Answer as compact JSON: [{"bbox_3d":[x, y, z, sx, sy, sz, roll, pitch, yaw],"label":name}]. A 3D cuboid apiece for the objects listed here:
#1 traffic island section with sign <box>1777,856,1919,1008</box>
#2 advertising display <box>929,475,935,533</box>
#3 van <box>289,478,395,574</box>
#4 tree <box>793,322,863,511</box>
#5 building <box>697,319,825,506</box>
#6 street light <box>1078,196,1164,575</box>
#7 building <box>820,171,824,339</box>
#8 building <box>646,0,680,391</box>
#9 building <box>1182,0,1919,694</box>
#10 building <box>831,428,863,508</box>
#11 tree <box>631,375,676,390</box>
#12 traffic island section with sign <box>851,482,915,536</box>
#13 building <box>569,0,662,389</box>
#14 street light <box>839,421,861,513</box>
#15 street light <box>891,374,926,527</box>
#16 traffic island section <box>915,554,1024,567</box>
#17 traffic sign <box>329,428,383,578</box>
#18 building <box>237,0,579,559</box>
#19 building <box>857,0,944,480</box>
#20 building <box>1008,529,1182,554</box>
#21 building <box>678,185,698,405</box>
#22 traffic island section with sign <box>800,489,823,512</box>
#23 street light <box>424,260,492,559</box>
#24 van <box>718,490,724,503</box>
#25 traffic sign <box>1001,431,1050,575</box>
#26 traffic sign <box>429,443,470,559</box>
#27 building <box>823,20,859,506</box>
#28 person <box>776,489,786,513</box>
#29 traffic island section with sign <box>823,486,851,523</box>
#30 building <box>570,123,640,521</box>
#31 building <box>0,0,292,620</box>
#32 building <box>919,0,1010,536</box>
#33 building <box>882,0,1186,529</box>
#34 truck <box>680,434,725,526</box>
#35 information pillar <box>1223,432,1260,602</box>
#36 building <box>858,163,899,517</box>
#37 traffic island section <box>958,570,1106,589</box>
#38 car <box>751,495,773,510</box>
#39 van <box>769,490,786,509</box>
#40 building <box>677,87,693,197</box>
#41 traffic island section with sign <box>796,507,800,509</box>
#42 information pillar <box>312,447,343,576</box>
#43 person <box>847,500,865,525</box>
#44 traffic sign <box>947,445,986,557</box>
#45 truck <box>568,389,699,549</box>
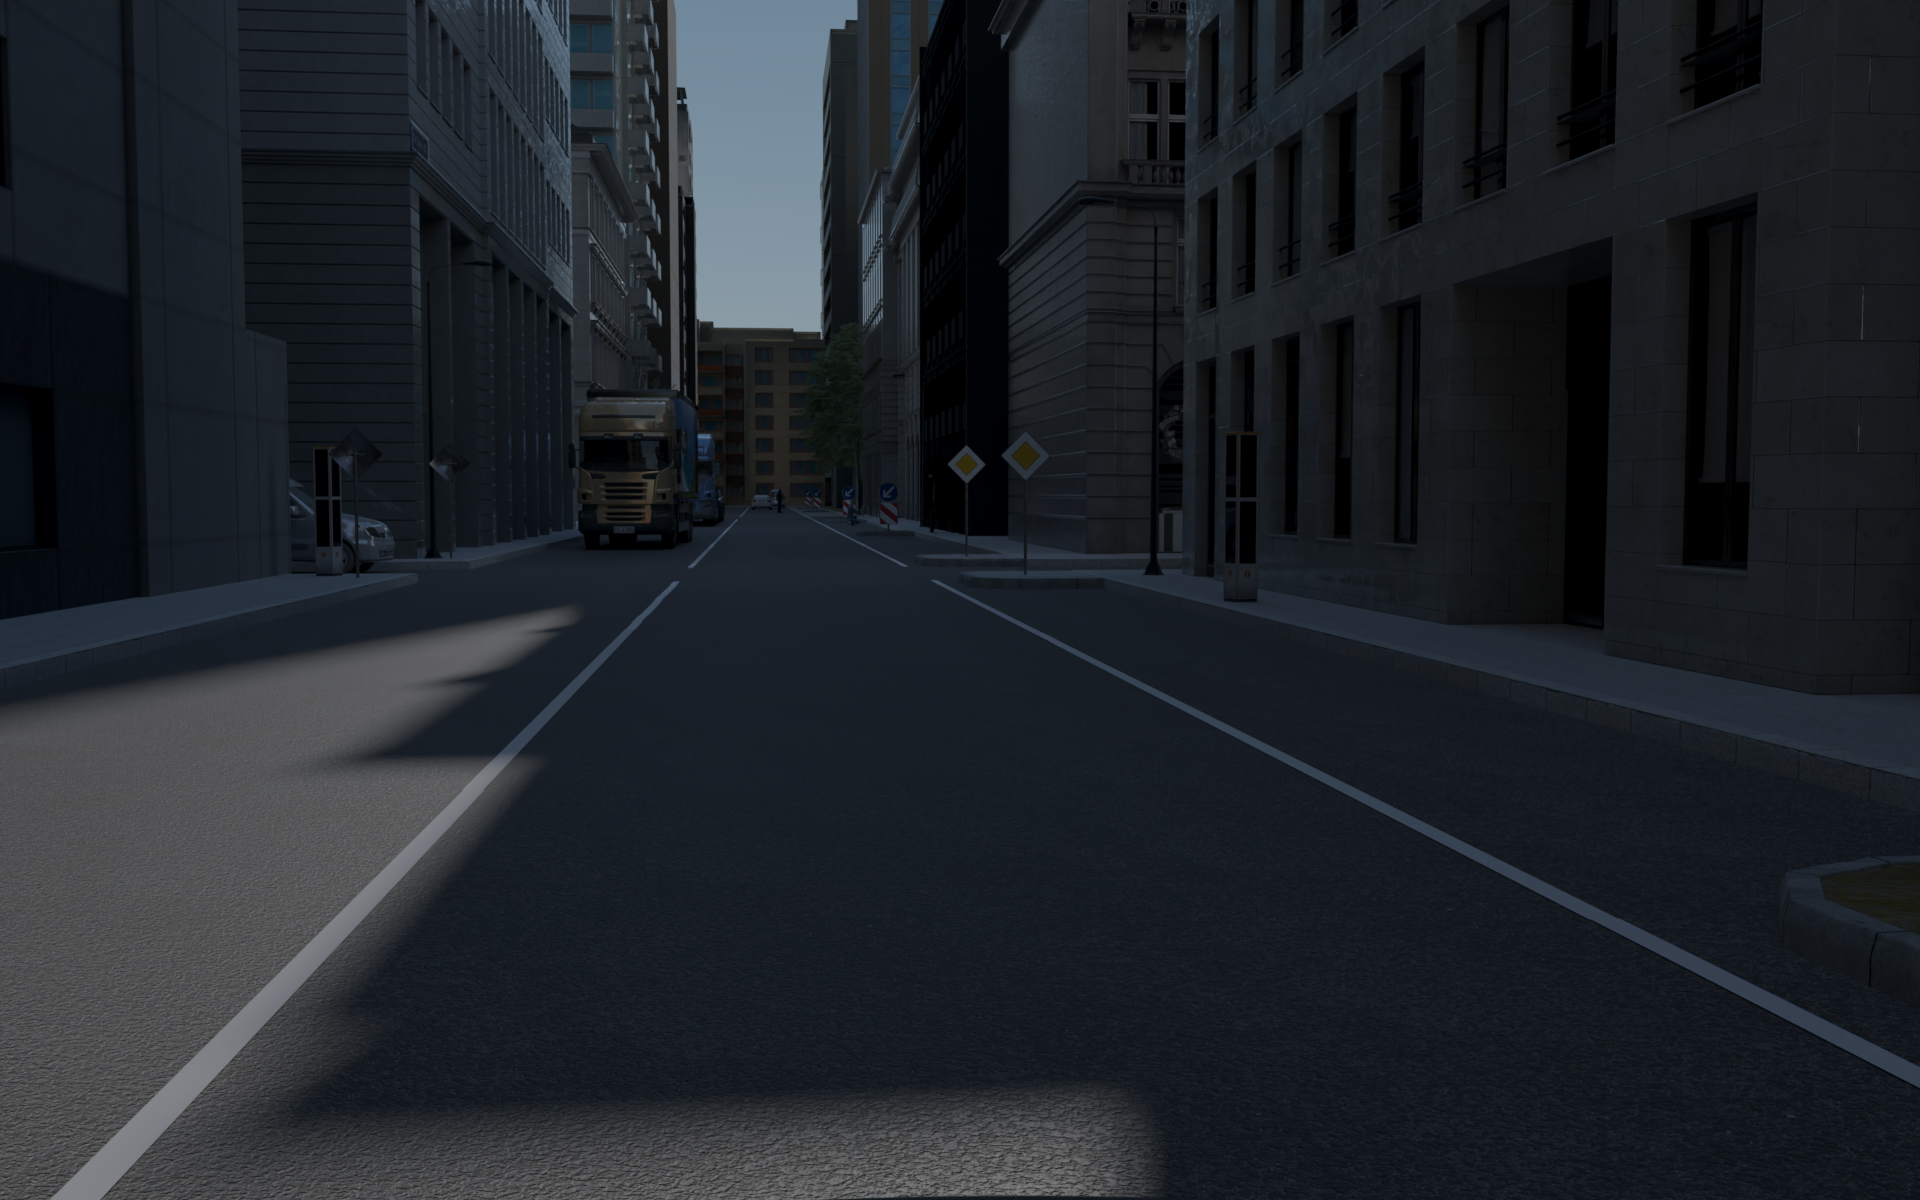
[{"bbox_3d":[3.635,0.215,5.111,1.989,1.847,2.006,0,4,-6],"label":"traffic island section with sign"},{"bbox_3d":[-0.931,-3.214,57.766,0.123,1.923,0.974,0,4,5],"label":"advertising display"},{"bbox_3d":[-12.281,-1.466,30.978,4.112,2.044,2.013,0,4,-5],"label":"van"},{"bbox_3d":[-7.349,-12.036,114.912,7.486,12.596,7.792,0,3,0],"label":"tree"},{"bbox_3d":[-30.983,-22.049,205.534,28.899,21.520,27.650,0,4,-6],"label":"building"},{"bbox_3d":[2.533,-3.347,27.266,1.470,5.913,1.316,0,4,-6],"label":"street light"},{"bbox_3d":[-8.962,-31.678,201.525,14.086,41.232,14.154,0,4,-6],"label":"building"},{"bbox_3d":[-30.912,-30.273,145.075,14.600,45.320,14.200,0,4,-6],"label":"building"},{"bbox_3d":[9.659,-10.066,19.332,10.420,20.320,16.860,0,4,-6],"label":"building"},{"bbox_3d":[0.588,-51.132,148.675,22.319,86.520,31.000,0,4,-6],"label":"building"},{"bbox_3d":[-19.252,-9.590,107.165,4.360,8.622,3.978,0,3,0],"label":"tree"},{"bbox_3d":[-2.636,-3.143,60.020,1.989,1.847,2.006,0,4,-6],"label":"traffic island section with sign"},{"bbox_3d":[-32.900,-30.746,122.304,23.786,49.044,30.456,0,4,-6],"label":"building"},{"bbox_3d":[-6.985,-8.422,110.245,1.470,5.913,1.316,0,4,-6],"label":"street light"},{"bbox_3d":[-1.958,-5.779,67.034,1.470,5.913,1.316,0,4,-6],"label":"street light"},{"bbox_3d":[0.154,-0.811,35.538,2.009,0.180,2.903,0,4,-6],"label":"traffic island section"},{"bbox_3d":[-9.192,-1.391,26.381,0.795,2.450,0.064,0,4,-6],"label":"traffic sign"},{"bbox_3d":[-17.752,-16.506,47.362,11.434,29.767,29.804,0,4,-6],"label":"building"},{"bbox_3d":[-0.141,-29.117,126.166,14.600,45.320,14.200,0,4,-6],"label":"building"},{"bbox_3d":[13.483,-12.328,43.367,24.055,21.916,13.314,0,4,-6],"label":"building"},{"bbox_3d":[-31.727,-23.793,160.716,14.160,30.474,14.107,0,4,-6],"label":"building"},{"bbox_3d":[-11.417,-7.846,136.914,1.989,1.847,2.006,0,4,-6],"label":"traffic island section with sign"},{"bbox_3d":[-9.971,-3.786,34.435,1.470,5.913,1.316,0,4,-6],"label":"street light"},{"bbox_3d":[-21.962,-8.978,153.809,2.013,2.044,4.112,0,4,-8],"label":"van"},{"bbox_3d":[1.038,-1.461,27.524,0.795,2.450,0.064,0,4,-6],"label":"traffic sign"},{"bbox_3d":[-10.098,-1.876,34.315,0.795,2.450,0.064,0,4,-6],"label":"traffic sign"},{"bbox_3d":[-2.816,-33.772,175.867,21.300,48.544,21.600,0,4,-6],"label":"building"},{"bbox_3d":[-13.610,-7.491,130.995,0.705,1.821,1.348,-3,4,-36],"label":"person"},{"bbox_3d":[-5.706,-4.783,86.832,1.989,1.847,2.006,0,4,-6],"label":"traffic island section with sign"},{"bbox_3d":[-21.949,-14.162,82.464,10.553,20.767,40.483,0,4,-6],"label":"building"},{"bbox_3d":[-19.908,-35.250,14.597,20.611,71.187,20.563,0,4,-6],"label":"building"},{"bbox_3d":[5.424,-14.115,60.461,12.332,23.373,15.834,0,4,-6],"label":"building"},{"bbox_3d":[3.821,-14.642,81.200,13.314,21.916,24.055,0,4,-6],"label":"building"},{"bbox_3d":[-12.816,-5.729,83.423,2.967,4.110,18.799,0,4,-6],"label":"truck"},{"bbox_3d":[3.347,-0.986,20.607,0.304,2.012,0.304,-2,4,-23],"label":"information pillar"},{"bbox_3d":[-0.609,-15.464,101.982,9.793,20.994,18.267,0,4,-6],"label":"building"},{"bbox_3d":[1.060,-0.326,27.604,2.009,0.180,2.903,0,4,-6],"label":"traffic island section"},{"bbox_3d":[-18.120,-8.937,158.485,2.083,1.381,4.827,0,4,-6],"label":"car"},{"bbox_3d":[-18.285,-10.121,172.495,2.013,2.044,4.112,0,4,-7],"label":"van"},{"bbox_3d":[-34.091,-30.107,175.840,14.086,41.232,14.154,0,4,-6],"label":"building"},{"bbox_3d":[-14.579,-9.534,164.504,1.989,1.847,2.006,0,4,-6],"label":"traffic island section with sign"},{"bbox_3d":[-9.899,-1.384,27.127,0.304,2.012,0.304,1,4,13],"label":"information pillar"},{"bbox_3d":[-4.881,-4.008,79.530,0.738,1.151,1.012,-1,4,-23],"label":"person"},{"bbox_3d":[0.132,-1.946,35.458,0.795,2.450,0.064,0,4,-6],"label":"traffic sign"},{"bbox_3d":[-8.928,-3.653,48.640,2.839,4.237,11.283,0,4,-5],"label":"truck"}]
